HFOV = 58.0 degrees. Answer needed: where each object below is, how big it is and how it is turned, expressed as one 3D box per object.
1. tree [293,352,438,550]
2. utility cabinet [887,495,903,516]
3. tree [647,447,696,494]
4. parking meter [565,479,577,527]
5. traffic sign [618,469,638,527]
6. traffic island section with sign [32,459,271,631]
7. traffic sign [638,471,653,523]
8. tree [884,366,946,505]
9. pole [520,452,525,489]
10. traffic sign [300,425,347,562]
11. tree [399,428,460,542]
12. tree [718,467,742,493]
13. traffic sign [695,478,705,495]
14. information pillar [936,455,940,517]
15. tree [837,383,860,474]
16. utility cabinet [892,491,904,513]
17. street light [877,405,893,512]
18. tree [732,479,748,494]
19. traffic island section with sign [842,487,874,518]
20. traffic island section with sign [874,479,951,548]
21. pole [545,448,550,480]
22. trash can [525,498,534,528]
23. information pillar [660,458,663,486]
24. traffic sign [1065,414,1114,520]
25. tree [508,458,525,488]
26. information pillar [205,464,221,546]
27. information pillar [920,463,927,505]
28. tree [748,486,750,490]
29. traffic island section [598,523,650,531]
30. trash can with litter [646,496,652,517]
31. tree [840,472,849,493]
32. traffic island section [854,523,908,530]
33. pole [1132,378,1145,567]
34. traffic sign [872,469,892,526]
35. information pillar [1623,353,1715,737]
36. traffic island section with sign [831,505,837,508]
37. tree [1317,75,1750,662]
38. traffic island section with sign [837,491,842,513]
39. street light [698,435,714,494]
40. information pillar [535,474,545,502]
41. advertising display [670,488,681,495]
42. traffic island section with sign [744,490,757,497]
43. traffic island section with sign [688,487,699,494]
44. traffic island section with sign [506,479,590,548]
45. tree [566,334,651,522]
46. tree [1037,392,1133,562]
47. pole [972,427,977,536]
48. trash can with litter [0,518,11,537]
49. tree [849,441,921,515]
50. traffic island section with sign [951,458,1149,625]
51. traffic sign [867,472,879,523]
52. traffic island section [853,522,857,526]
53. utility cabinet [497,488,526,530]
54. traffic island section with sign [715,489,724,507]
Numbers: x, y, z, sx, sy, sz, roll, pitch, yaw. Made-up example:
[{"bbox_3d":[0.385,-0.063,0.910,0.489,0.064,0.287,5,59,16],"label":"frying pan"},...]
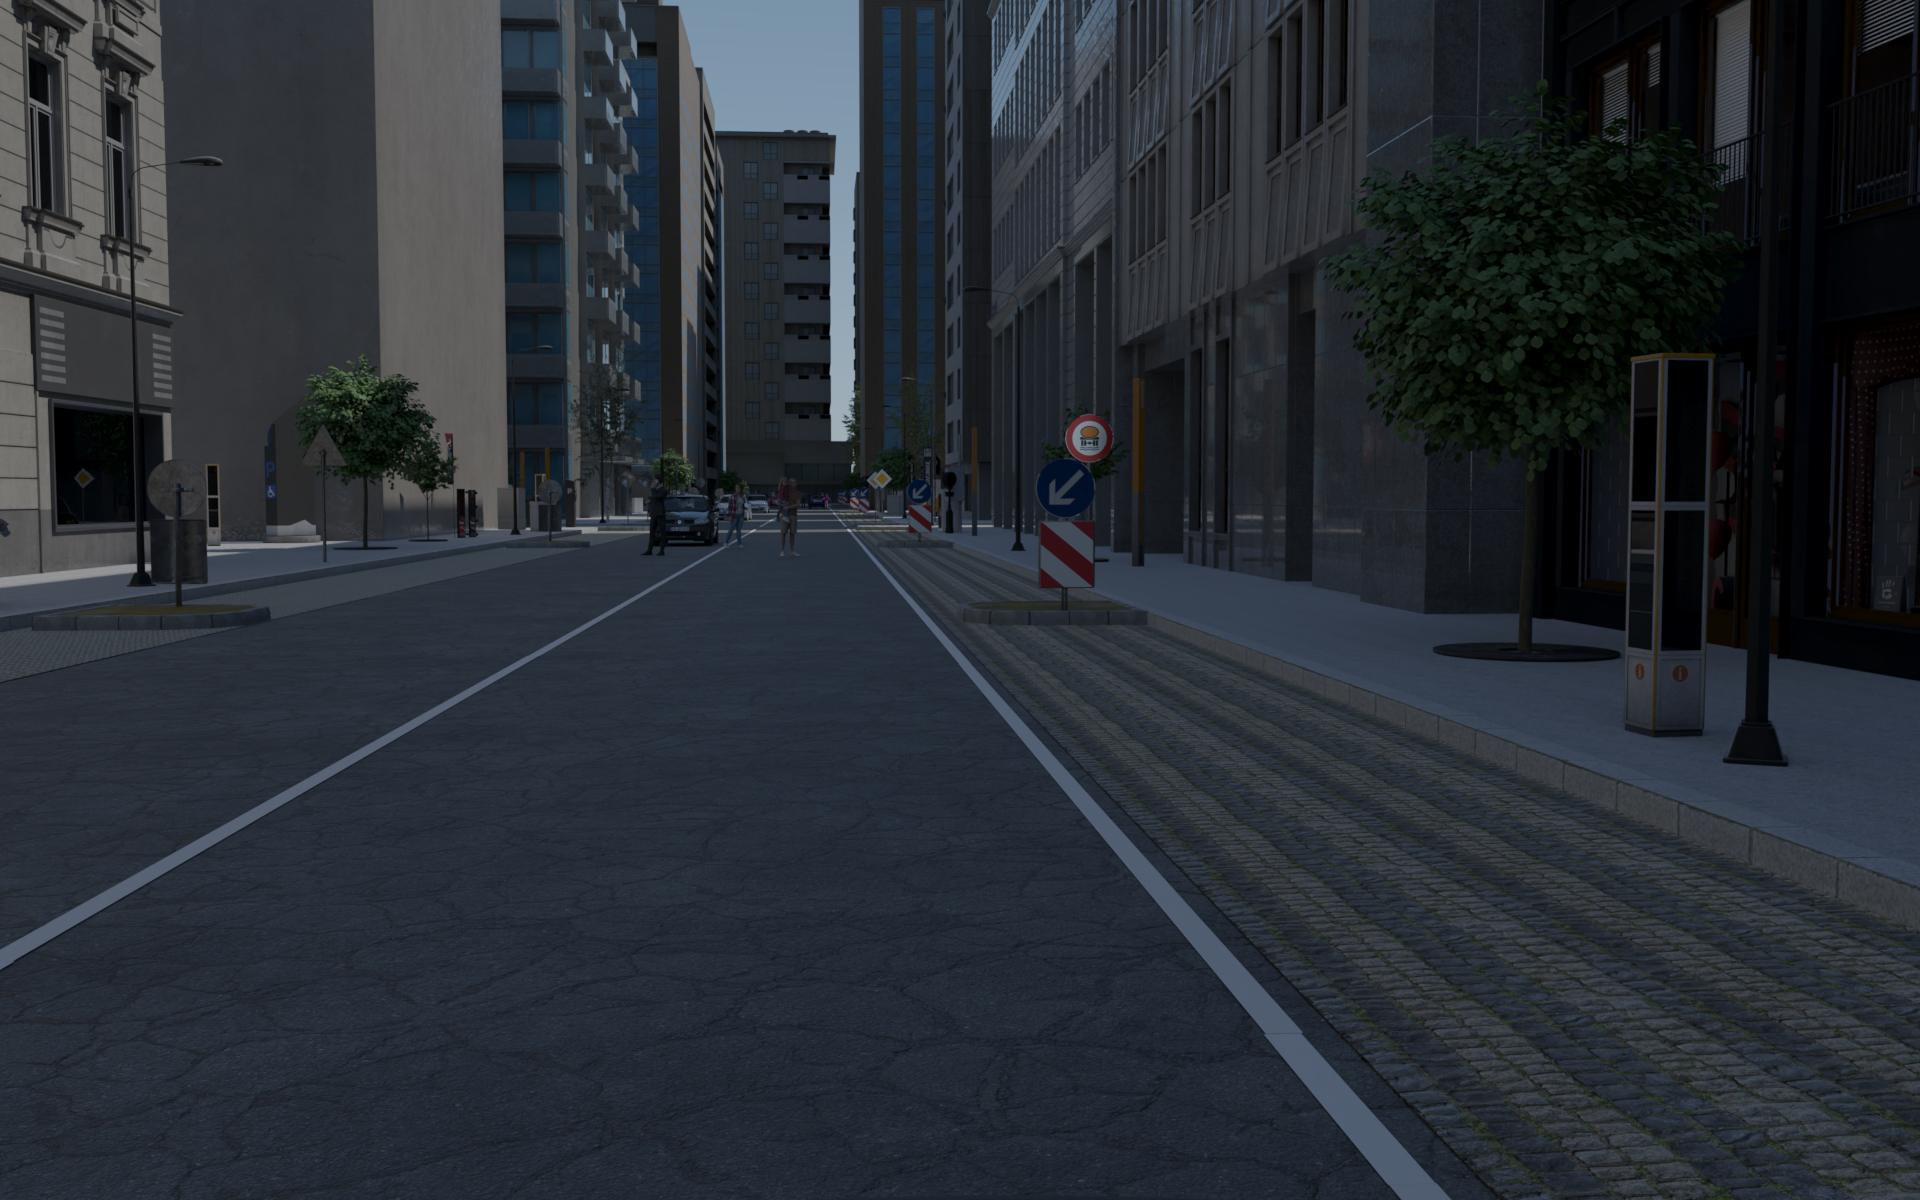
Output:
[{"bbox_3d":[-13.828,-3.452,40.162,4.285,4.588,4.351,0,3,0],"label":"tree"},{"bbox_3d":[-3.876,-5.620,103.049,1.020,1.237,0.306,3,5,40],"label":"utility cabinet"},{"bbox_3d":[-20.056,-8.344,120.142,4.285,4.588,4.351,0,3,0],"label":"tree"},{"bbox_3d":[-14.951,-3.722,66.572,0.399,1.863,0.255,0,4,1],"label":"parking meter"},{"bbox_3d":[-13.126,-3.963,68.436,0.795,2.450,0.064,0,4,-5],"label":"traffic sign"},{"bbox_3d":[-8.763,-0.637,19.038,1.989,1.847,2.006,0,4,-5],"label":"traffic island section with sign"},{"bbox_3d":[-13.780,-4.450,76.394,0.795,2.450,0.064,0,4,-5],"label":"traffic sign"},{"bbox_3d":[-2.169,-9.169,100.273,4.737,8.622,4.395,0,3,0],"label":"tree"},{"bbox_3d":[-21.221,-5.516,84.023,0.158,3.312,0.155,0,3,0],"label":"pole"},{"bbox_3d":[-11.938,-1.987,32.486,0.884,2.594,0.081,0,4,2],"label":"traffic sign"},{"bbox_3d":[-14.305,-3.199,46.898,1.663,3.219,1.824,0,3,0],"label":"tree"},{"bbox_3d":[-27.811,-13.688,207.511,4.285,4.588,4.351,0,3,0],"label":"tree"},{"bbox_3d":[-20.351,-8.289,135.629,0.768,2.556,0.104,0,4,-2],"label":"traffic sign"},{"bbox_3d":[-1.306,-6.505,97.710,0.183,3.616,0.504,3,5,43],"label":"information pillar"},{"bbox_3d":[-7.660,-14.715,158.720,7.486,12.596,7.792,0,3,0],"label":"tree"},{"bbox_3d":[-4.185,-6.749,119.020,0.318,1.500,1.173,-3,5,-42],"label":"utility cabinet"},{"bbox_3d":[-3.427,-7.209,90.404,1.470,5.913,1.316,0,4,-5],"label":"street light"},{"bbox_3d":[-28.186,-13.753,219.462,1.663,3.219,1.824,0,3,0],"label":"tree"},{"bbox_3d":[-5.797,-5.726,102.245,1.989,1.847,2.006,0,4,-5],"label":"traffic island section with sign"},{"bbox_3d":[-1.237,-2.333,46.770,1.989,1.847,2.006,0,4,-5],"label":"traffic island section with sign"},{"bbox_3d":[-18.190,-5.049,76.390,0.158,3.312,0.155,0,3,0],"label":"pole"},{"bbox_3d":[-16.546,-3.315,65.855,0.748,1.137,0.748,0,3,0],"label":"trash can"},{"bbox_3d":[-19.112,-7.328,111.171,0.183,3.616,0.504,1,4,9],"label":"information pillar"},{"bbox_3d":[2.063,-1.686,27.669,0.768,2.556,0.104,0,4,1],"label":"traffic sign"},{"bbox_3d":[-20.717,-5.112,78.185,1.663,3.219,1.824,0,3,0],"label":"tree"},{"bbox_3d":[-18.404,-2.334,42.656,0.304,2.012,0.304,-2,4,-27],"label":"information pillar"},{"bbox_3d":[-2.790,-8.615,132.204,0.504,3.616,0.183,-1,4,-16],"label":"information pillar"},{"bbox_3d":[-28.213,-14.166,226.215,1.663,3.219,1.824,0,3,0],"label":"tree"},{"bbox_3d":[-13.148,-2.827,68.495,2.009,0.180,2.903,0,4,-5],"label":"traffic island section"},{"bbox_3d":[-17.174,-5.197,96.350,0.624,1.170,1.055,-1,4,-9],"label":"trash can with litter"},{"bbox_3d":[-9.608,-11.629,173.848,4.285,4.588,4.351,0,3,0],"label":"tree"},{"bbox_3d":[-3.090,-2.877,69.315,2.009,0.180,2.903,0,4,-5],"label":"traffic island section"},{"bbox_3d":[3.161,-2.250,30.626,0.158,3.312,0.155,0,3,0],"label":"pole"},{"bbox_3d":[-3.113,-4.012,69.236,0.795,2.450,0.064,0,4,-5],"label":"traffic sign"},{"bbox_3d":[3.771,-0.290,9.227,0.304,2.012,0.304,-1,4,-10],"label":"information pillar"},{"bbox_3d":[-12.110,-10.421,179.017,1.989,1.847,2.006,0,4,-5],"label":"traffic island section with sign"},{"bbox_3d":[4.464,-1.836,13.735,4.285,4.588,4.351,0,3,0],"label":"tree"},{"bbox_3d":[-8.022,-7.382,129.323,1.989,1.847,2.006,0,4,-5],"label":"traffic island section with sign"},{"bbox_3d":[-20.133,-10.066,137.123,1.470,5.913,1.316,0,4,-5],"label":"street light"},{"bbox_3d":[-15.580,-3.659,64.313,0.304,2.012,0.304,0,4,2],"label":"information pillar"},{"bbox_3d":[-21.240,-7.578,129.115,0.974,1.923,0.123,1,4,14],"label":"advertising display"},{"bbox_3d":[-21.833,-10.359,178.004,1.989,1.847,2.006,0,4,-5],"label":"traffic island section with sign"},{"bbox_3d":[-15.501,-5.650,101.001,1.989,1.847,2.006,0,4,-5],"label":"traffic island section with sign"},{"bbox_3d":[-11.012,-2.315,46.485,1.989,1.847,2.006,0,4,-5],"label":"traffic island section with sign"},{"bbox_3d":[-16.330,-7.934,80.076,4.360,8.622,3.978,0,3,0],"label":"tree"},{"bbox_3d":[2.213,-2.347,32.980,1.663,3.219,1.824,0,3,0],"label":"tree"},{"bbox_3d":[0.447,-3.622,53.057,0.158,3.312,0.155,0,3,0],"label":"pole"},{"bbox_3d":[-11.055,-0.495,19.484,0.624,1.170,1.055,-2,4,-26],"label":"trash can with litter"},{"bbox_3d":[-4.281,-7.945,113.613,4.285,4.588,4.351,0,3,0],"label":"tree"},{"bbox_3d":[0.991,-0.679,19.733,1.989,1.847,2.006,0,4,-5],"label":"traffic island section with sign"},{"bbox_3d":[-3.768,-4.499,77.194,0.795,2.450,0.064,0,4,-5],"label":"traffic sign"},{"bbox_3d":[-3.745,-3.363,77.273,2.009,0.180,2.903,0,4,-5],"label":"traffic island section"},{"bbox_3d":[-15.871,-3.219,61.316,1.173,1.500,0.318,3,4,36],"label":"utility cabinet"},{"bbox_3d":[-17.705,-7.293,127.866,1.989,1.847,2.006,0,4,-5],"label":"traffic island section with sign"}]
